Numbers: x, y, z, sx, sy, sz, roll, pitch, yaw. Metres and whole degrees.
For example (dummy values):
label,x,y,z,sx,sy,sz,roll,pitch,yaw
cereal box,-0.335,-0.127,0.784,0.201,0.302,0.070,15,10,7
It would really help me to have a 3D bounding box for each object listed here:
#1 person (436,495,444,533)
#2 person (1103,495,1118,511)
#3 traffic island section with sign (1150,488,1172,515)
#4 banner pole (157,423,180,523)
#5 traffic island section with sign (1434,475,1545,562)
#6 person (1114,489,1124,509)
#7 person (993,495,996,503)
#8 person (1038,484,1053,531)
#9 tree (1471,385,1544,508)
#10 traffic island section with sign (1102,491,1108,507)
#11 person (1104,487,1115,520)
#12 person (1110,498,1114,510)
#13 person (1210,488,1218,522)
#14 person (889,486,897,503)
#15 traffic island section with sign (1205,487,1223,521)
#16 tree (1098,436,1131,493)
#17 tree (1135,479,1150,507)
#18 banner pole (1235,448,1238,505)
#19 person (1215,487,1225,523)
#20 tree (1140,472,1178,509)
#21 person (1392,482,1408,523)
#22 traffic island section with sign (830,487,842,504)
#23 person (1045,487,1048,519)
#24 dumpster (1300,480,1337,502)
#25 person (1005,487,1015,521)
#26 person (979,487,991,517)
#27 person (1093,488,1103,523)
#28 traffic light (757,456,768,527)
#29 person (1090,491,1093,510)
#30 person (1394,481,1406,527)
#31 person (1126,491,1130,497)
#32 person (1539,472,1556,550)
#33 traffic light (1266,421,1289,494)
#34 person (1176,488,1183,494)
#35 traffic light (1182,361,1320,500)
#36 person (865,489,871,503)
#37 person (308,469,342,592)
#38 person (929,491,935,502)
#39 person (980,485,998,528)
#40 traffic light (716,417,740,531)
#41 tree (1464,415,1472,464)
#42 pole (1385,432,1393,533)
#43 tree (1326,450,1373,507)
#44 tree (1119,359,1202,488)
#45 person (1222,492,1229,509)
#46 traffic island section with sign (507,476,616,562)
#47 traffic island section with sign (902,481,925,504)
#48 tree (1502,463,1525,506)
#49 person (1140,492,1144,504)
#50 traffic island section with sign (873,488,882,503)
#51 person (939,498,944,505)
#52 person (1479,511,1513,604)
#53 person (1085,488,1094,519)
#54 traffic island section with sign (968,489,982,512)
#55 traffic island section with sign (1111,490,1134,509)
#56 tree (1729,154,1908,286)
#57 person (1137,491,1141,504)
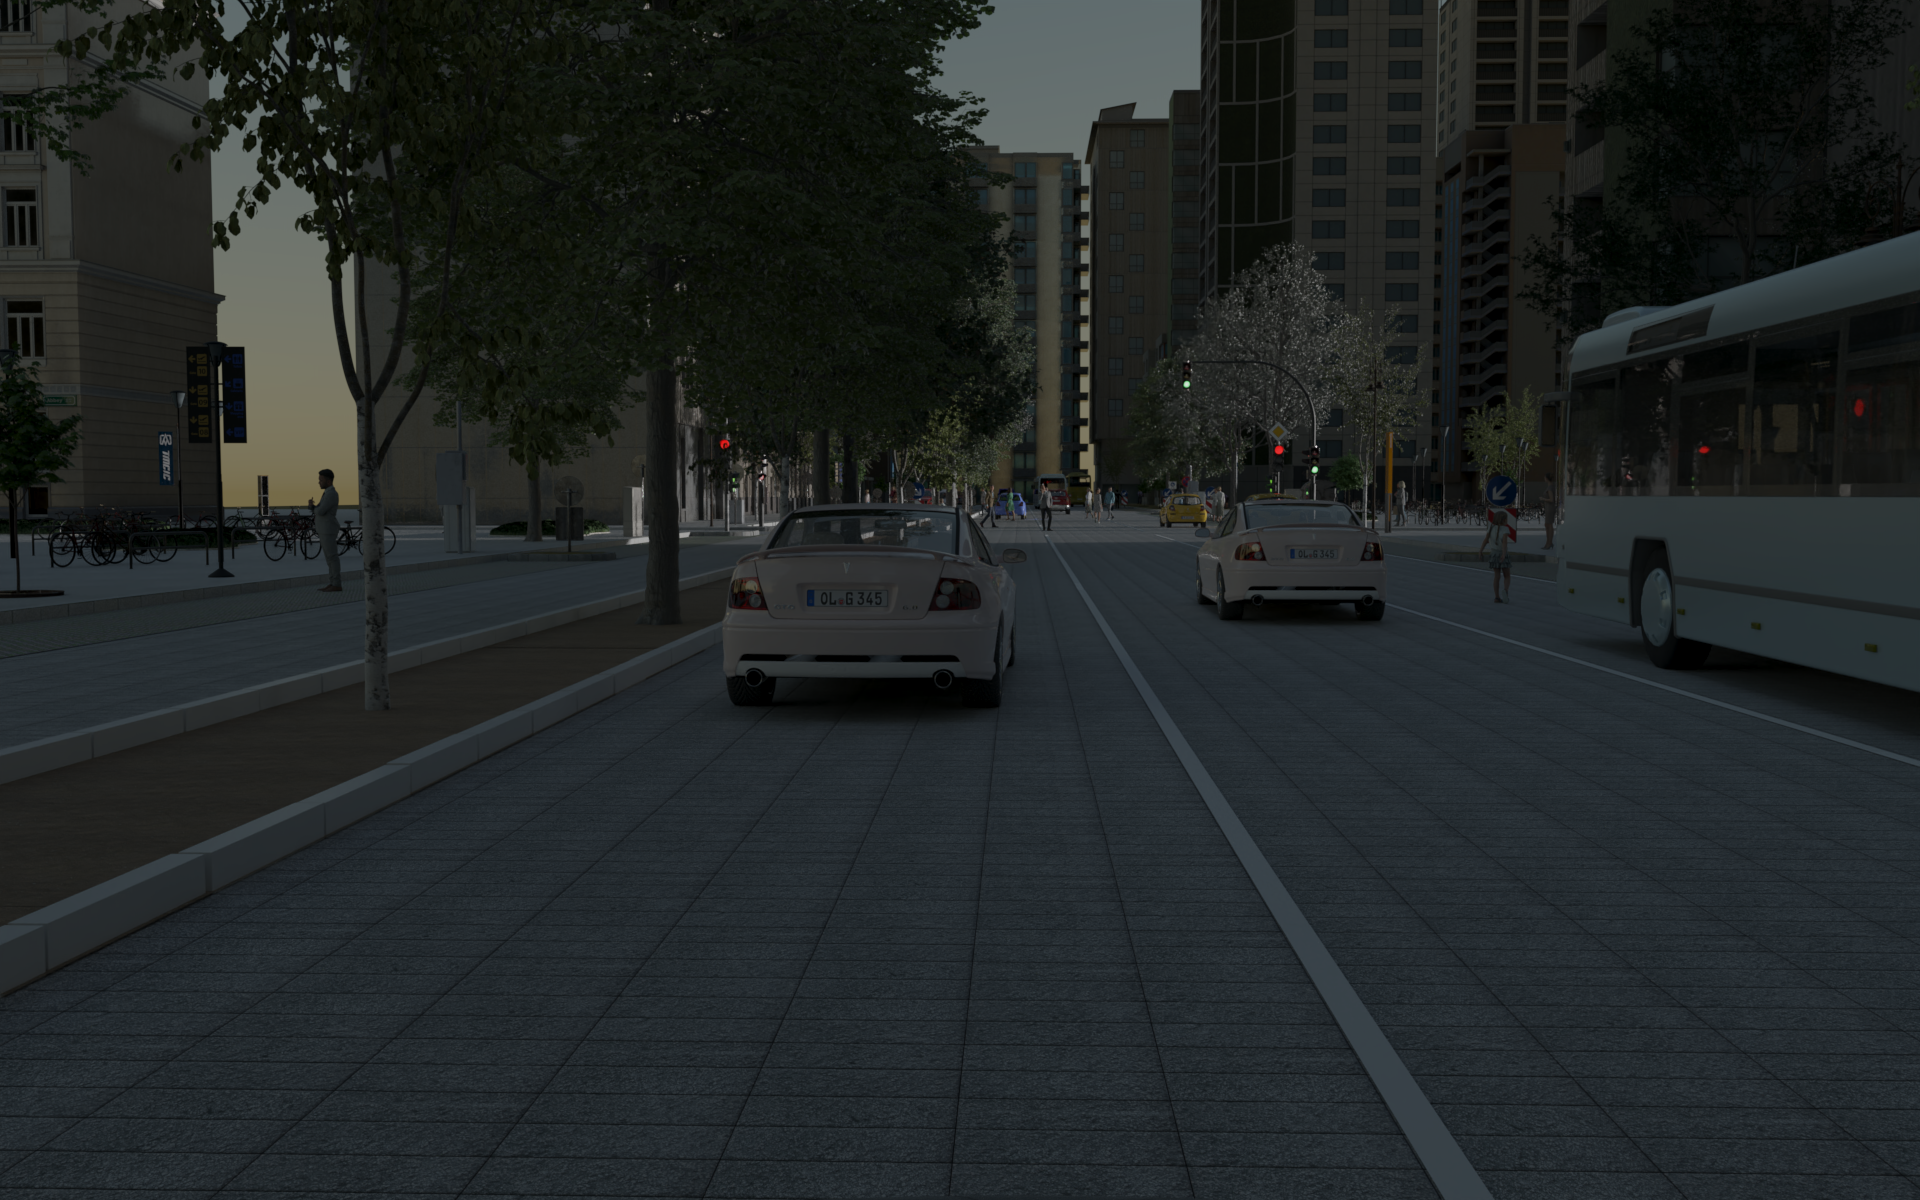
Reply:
label,x,y,z,sx,sy,sz,roll,pitch,yaw
person,-16.809,-3.076,56.538,0.606,1.804,0.583,-1,4,-10
person,12.936,-8.594,149.102,1.350,1.814,0.705,0,4,-1
traffic island section with sign,14.169,-6.799,119.796,1.989,1.847,2.006,0,4,2
banner pole,-27.717,-4.335,60.892,0.863,3.779,0.401,-2,4,-27
traffic island section with sign,11.286,-1.744,37.135,1.989,1.847,2.006,0,4,2
person,14.779,-9.461,162.823,1.348,1.869,0.705,0,4,-1
person,3.878,-12.037,205.237,0.705,1.831,1.348,-3,4,-36
person,3.331,-3.581,67.230,0.592,1.802,0.473,0,4,1
tree,37.756,-10.210,117.293,4.737,8.622,4.395,0,3,0
traffic island section with sign,16.844,-11.506,196.746,1.989,1.847,2.006,0,4,2
person,8.399,-5.394,96.546,0.748,1.841,0.638,-2,4,-33
person,13.379,-8.821,153.660,0.756,1.711,0.436,-1,4,-22
person,13.079,-4.882,88.883,0.480,1.755,0.524,1,4,22
person,-3.361,-4.958,89.540,0.580,1.828,0.573,1,4,14
traffic island section with sign,13.206,-5.121,92.360,1.989,1.847,2.006,0,4,2
tree,19.538,-16.361,217.862,4.737,8.622,4.395,0,3,0
tree,19.123,-11.258,178.675,1.663,3.219,1.824,0,3,0
banner pole,14.944,-6.339,93.653,0.401,3.779,0.863,1,4,18
person,12.801,-4.685,85.323,0.478,1.798,0.641,1,4,8
tree,17.738,-10.434,154.312,4.285,4.588,4.351,0,3,0
person,19.539,-4.335,76.904,0.713,1.824,0.794,1,4,19
traffic island section with sign,-6.611,-5.142,92.698,1.989,1.847,2.006,0,4,2
person,4.979,-5.629,100.630,0.679,1.850,0.850,2,4,31
dumpster,14.593,-3.956,70.439,1.264,1.857,1.865,0,4,2
person,2.683,-5.139,92.768,0.529,1.795,0.600,1,4,13
person,1.568,-6.092,107.944,0.795,1.843,0.661,0,4,-4
person,6.730,-4.610,84.626,0.466,1.731,0.760,0,4,6
traffic light,-5.670,-5.691,67.724,4.771,5.953,1.251,0,4,2
person,11.487,-8.750,152.285,0.721,1.735,1.217,0,4,-4
person,17.327,-3.798,68.321,0.526,1.800,0.537,1,4,20
person,20.578,-12.689,214.296,1.217,1.735,0.721,-3,4,-38
person,13.568,-2.055,39.981,0.374,1.781,0.599,2,4,25
traffic light,12.286,-4.780,67.080,0.839,4.253,0.868,0,4,2
person,13.399,-5.961,106.227,0.793,1.790,0.793,0,4,7
traffic light,9.914,-5.160,59.031,4.771,5.953,1.251,0,4,2
person,-6.001,-6.469,114.947,0.598,1.740,0.731,0,4,2
person,-9.313,-1.020,25.361,0.466,1.800,0.511,-3,5,-39
person,-1.824,-6.583,116.347,0.699,1.804,1.509,-1,4,-21
person,1.255,-4.021,74.148,0.836,1.842,0.656,0,4,-3
traffic light,-8.042,-4.334,59.781,0.839,4.253,0.868,0,4,2
tree,42.161,-11.514,138.618,4.737,8.622,4.395,0,3,0
pole,14.118,-3.865,57.034,0.158,3.312,0.155,0,3,0
tree,28.381,-8.739,126.597,4.285,4.588,4.351,0,3,0
tree,17.089,-13.898,145.352,7.486,12.596,7.792,0,3,0
person,23.116,-8.665,150.940,0.697,1.427,0.421,0,4,-5
traffic island section with sign,-8.539,-1.764,37.470,1.989,1.847,2.006,0,4,2
traffic island section with sign,-1.641,-3.621,67.339,2.006,1.907,1.989,0,4,2
tree,34.386,-6.974,108.628,1.663,3.219,1.824,0,3,0
person,22.926,-12.978,218.102,0.709,1.838,0.599,1,4,16
traffic island section with sign,-5.669,-6.798,119.775,1.989,1.847,2.006,0,4,2
person,-0.734,-3.616,72.300,0.352,1.250,0.332,3,5,42
person,7.026,-0.565,22.757,0.505,1.210,0.382,3,5,44
person,7.484,-5.587,100.072,0.478,1.798,0.641,-3,5,-39
traffic island section with sign,0.970,-8.214,142.432,2.006,1.907,1.989,0,4,2
traffic island section with sign,15.889,-9.802,168.885,1.989,1.847,2.006,0,4,2
tree,18.466,-5.290,36.851,4.360,8.622,3.978,0,3,0
person,22.666,-13.034,219.017,0.709,1.838,0.599,1,4,23
